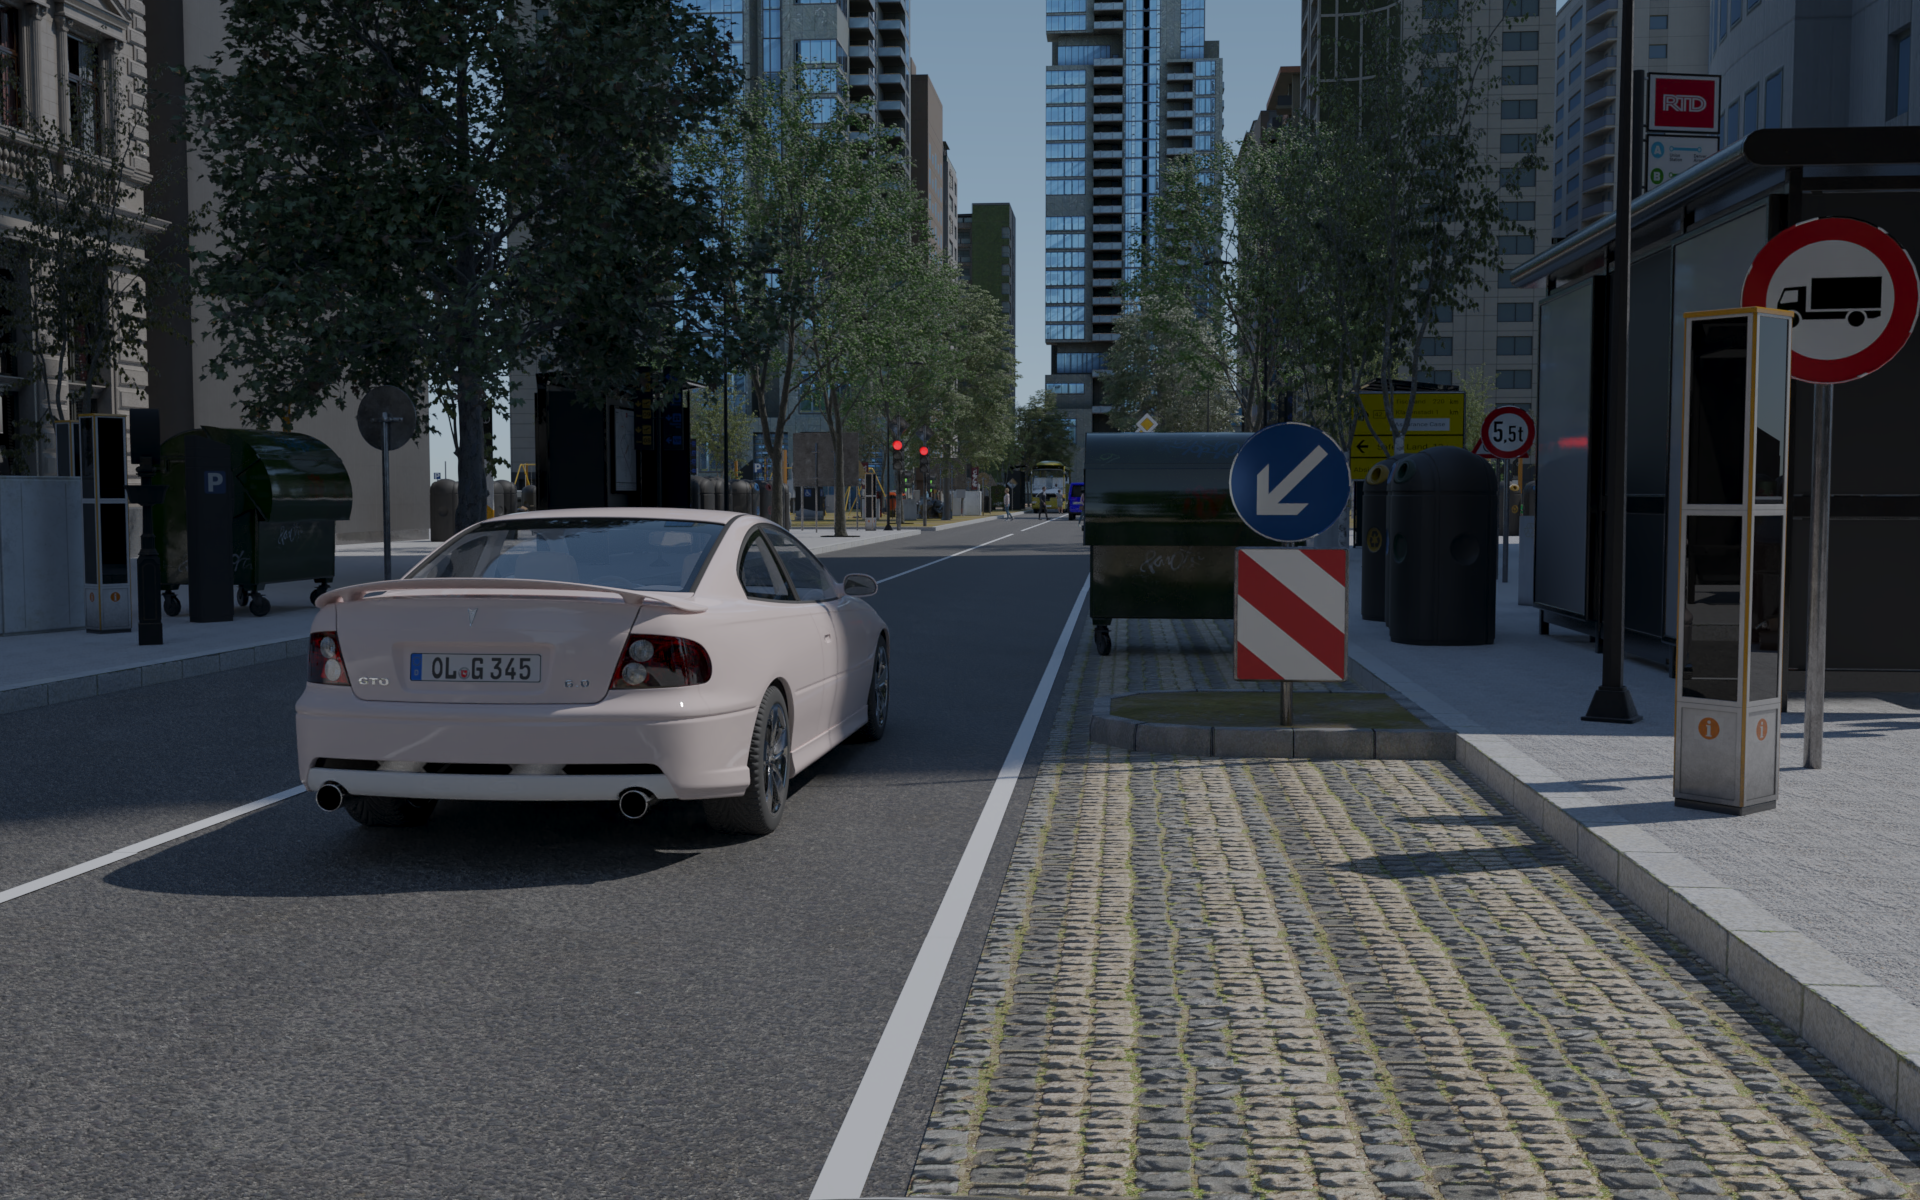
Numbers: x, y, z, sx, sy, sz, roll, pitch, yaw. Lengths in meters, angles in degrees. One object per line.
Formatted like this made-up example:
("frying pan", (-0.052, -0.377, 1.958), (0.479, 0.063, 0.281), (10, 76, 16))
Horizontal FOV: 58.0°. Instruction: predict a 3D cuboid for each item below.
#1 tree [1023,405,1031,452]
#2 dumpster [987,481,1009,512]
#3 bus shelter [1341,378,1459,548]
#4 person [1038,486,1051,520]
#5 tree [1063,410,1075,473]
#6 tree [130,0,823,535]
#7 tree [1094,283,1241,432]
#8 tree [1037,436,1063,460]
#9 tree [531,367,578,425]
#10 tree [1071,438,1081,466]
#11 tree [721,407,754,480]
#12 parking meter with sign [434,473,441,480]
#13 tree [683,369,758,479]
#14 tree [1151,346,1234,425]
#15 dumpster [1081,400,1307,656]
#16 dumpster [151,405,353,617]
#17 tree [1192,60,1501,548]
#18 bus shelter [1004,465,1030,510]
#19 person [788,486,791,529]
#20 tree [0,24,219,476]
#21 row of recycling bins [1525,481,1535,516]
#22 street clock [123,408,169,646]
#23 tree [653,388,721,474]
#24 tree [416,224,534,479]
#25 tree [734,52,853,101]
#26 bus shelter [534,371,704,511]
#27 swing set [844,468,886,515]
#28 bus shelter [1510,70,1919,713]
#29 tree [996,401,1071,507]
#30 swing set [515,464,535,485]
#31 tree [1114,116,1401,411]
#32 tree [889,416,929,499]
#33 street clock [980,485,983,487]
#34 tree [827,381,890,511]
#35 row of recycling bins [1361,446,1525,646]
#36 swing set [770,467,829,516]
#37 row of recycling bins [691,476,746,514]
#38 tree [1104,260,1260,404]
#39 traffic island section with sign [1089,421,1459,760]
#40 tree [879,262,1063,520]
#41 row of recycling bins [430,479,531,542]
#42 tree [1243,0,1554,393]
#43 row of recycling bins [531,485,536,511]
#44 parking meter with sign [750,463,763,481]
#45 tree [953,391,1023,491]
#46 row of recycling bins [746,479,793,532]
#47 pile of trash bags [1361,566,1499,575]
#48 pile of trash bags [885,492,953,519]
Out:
("tree", (3.406, -11.134, 132.399), (4.737, 8.622, 4.395), (0, 3, 0))
("dumpster", (2.774, -7.627, 127.194), (1.502, 2.255, 1.985), (0, 4, 5))
("bus shelter", (9.532, -2.854, 37.952), (1.731, 3.624, 6.357), (0, 4, 6))
("person", (4.636, -5.321, 95.269), (0.755, 1.850, 0.659), (3, 4, 37))
("tree", (8.726, -16.455, 187.158), (7.486, 12.596, 7.792), (0, 3, 0))
("tree", (-7.141, -6.614, 25.145), (9.611, 12.733, 9.660), (0, 3, 0))
("tree", (12.806, -12.087, 104.274), (9.857, 13.997, 8.962), (0, 3, 0))
("tree", (10.228, -15.270, 200.020), (4.360, 8.622, 3.978), (0, 3, 0))
("tree", (-21.042, -8.837, 94.842), (4.360, 8.622, 3.978), (0, 3, 0))
("tree", (10.304, -16.663, 206.859), (8.767, 10.594, 7.601), (0, 4, 6))
("tree", (-18.333, -11.517, 138.670), (4.360, 8.622, 3.978), (0, 3, 0))
("parking meter with sign", (-42.300, -8.764, 139.552), (0.543, 3.016, 1.738), (0, 4, -3))
("tree", (-12.754, -8.672, 92.145), (4.737, 8.622, 4.395), (0, 3, 0))
("tree", (11.463, -8.273, 85.622), (4.360, 8.622, 3.978), (0, 3, 0))
("dumpster", (2.087, -0.653, 15.634), (1.985, 2.255, 1.502), (0, 4, 5))
("dumpster", (-7.737, -0.999, 18.829), (1.502, 2.255, 1.985), (0, 4, 5))
("tree", (6.524, -4.860, 29.827), (4.737, 8.622, 4.395), (0, 3, 0))
("bus shelter", (4.648, -9.150, 140.879), (1.731, 3.624, 6.357), (0, 4, 5))
("person", (-6.603, -3.457, 65.205), (0.511, 1.800, 0.466), (3, 4, 36))
("tree", (-14.184, -4.741, 27.883), (4.360, 8.622, 3.978), (0, 3, 0))
("row of recycling bins", (18.086, -2.810, 53.064), (3.534, 1.692, 1.069), (0, 4, 6))
("street clock", (-6.908, -0.621, 14.724), (0.358, 2.002, 0.471), (-2, 4, -26))
("tree", (-17.202, -9.582, 107.033), (4.360, 8.622, 3.978), (0, 3, 0))
("tree", (-10.305, -5.188, 35.184), (4.737, 8.622, 4.395), (0, 3, 0))
("tree", (-4.600, -7.122, 42.198), (9.928, 11.665, 9.643), (0, 3, 0))
("bus shelter", (-6.573, -2.629, 34.274), (1.731, 3.624, 6.357), (0, 4, 6))
("swing set", (-5.570, -6.407, 102.368), (2.862, 2.851, 3.119), (1, 4, 11))
("bus shelter", (5.961, -2.236, 14.189), (2.179, 5.291, 8.768), (0, 4, 5))
("tree", (6.594, -14.663, 174.160), (7.601, 10.594, 8.767), (1, 4, 11))
("swing set", (-21.769, -5.657, 90.105), (3.119, 2.851, 2.862), (2, 4, 26))
("tree", (8.134, -7.463, 47.777), (9.928, 11.665, 9.643), (0, 3, 0))
("tree", (-3.959, -11.622, 140.388), (4.737, 8.622, 4.395), (0, 3, 0))
("street clock", (1.767, -8.131, 137.518), (0.358, 2.002, 0.471), (-1, 4, -8))
("tree", (-6.274, -9.836, 111.186), (4.360, 8.622, 3.978), (0, 3, 0))
("row of recycling bins", (4.401, -0.560, 16.273), (1.069, 1.692, 3.534), (1, 4, 8))
("swing set", (-9.756, -6.374, 101.841), (3.119, 2.851, 2.862), (3, 4, 36))
("row of recycling bins", (-5.919, -1.978, 39.450), (1.069, 1.692, 3.534), (0, 4, 7))
("tree", (17.486, -17.194, 137.017), (12.611, 20.169, 13.585), (0, 3, 0))
("traffic island section with sign", (1.776, -0.101, 10.288), (1.989, 1.847, 2.006), (0, 4, 5))
("tree", (-0.477, -10.218, 85.189), (7.486, 12.596, 7.792), (0, 3, 0))
("row of recycling bins", (-13.364, -2.494, 47.897), (1.069, 1.692, 3.534), (1, 4, 18))
("tree", (5.645, -4.405, 22.391), (4.360, 8.622, 3.978), (0, 3, 0))
("row of recycling bins", (-18.492, -4.446, 79.798), (3.534, 1.692, 1.069), (-3, 5, -42))
("parking meter with sign", (-11.683, -6.137, 96.600), (0.543, 3.016, 1.738), (2, 4, 25))
("tree", (1.453, -9.960, 113.216), (4.737, 8.622, 4.395), (0, 3, 0))
("row of recycling bins", (-5.866, -2.554, 48.863), (1.069, 1.692, 3.534), (1, 4, 14))
("pile of trash bags", (8.115, -1.178, 29.005), (1.912, 1.369, 3.447), (0, 4, -7))
("pile of trash bags", (-2.175, -4.878, 89.501), (3.447, 1.369, 1.912), (-1, 4, -16))
